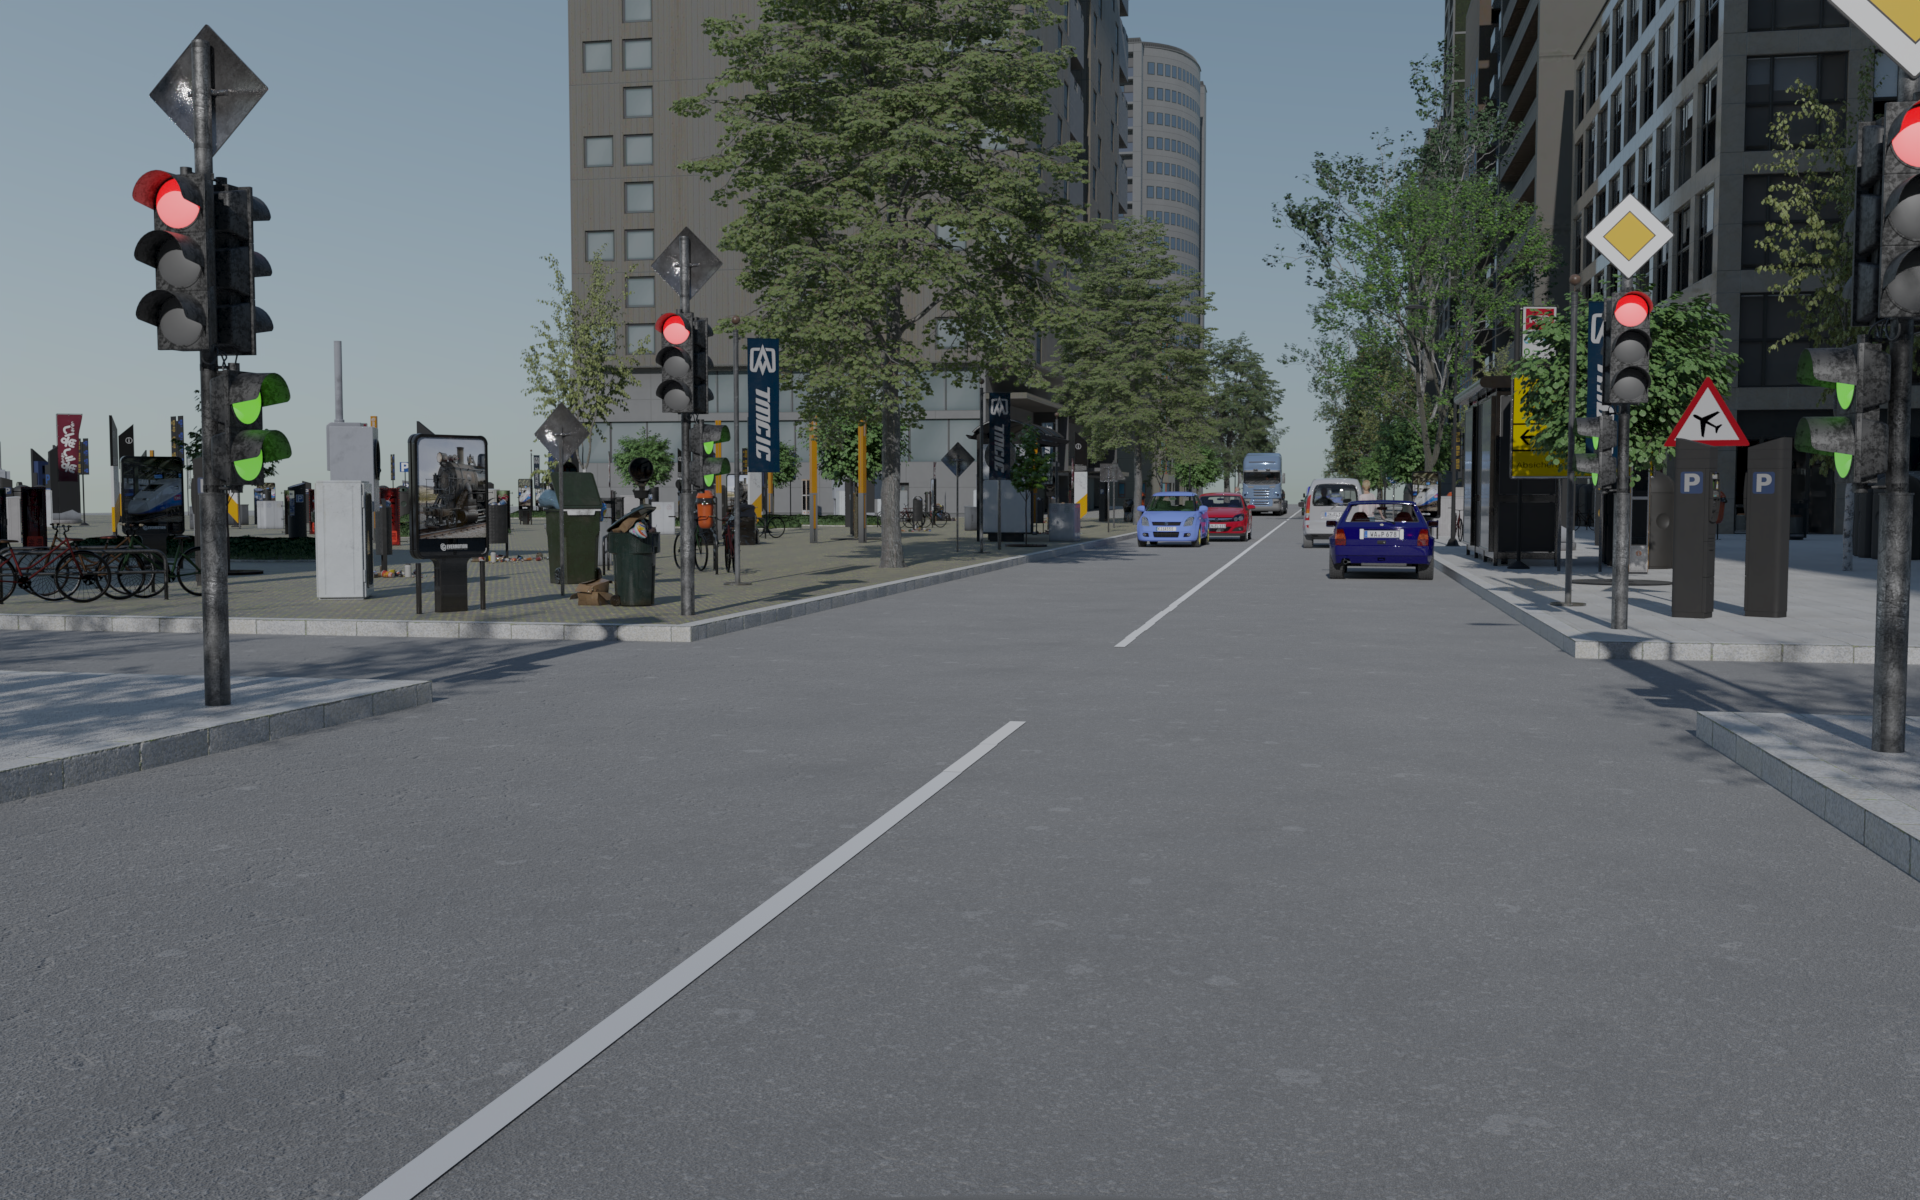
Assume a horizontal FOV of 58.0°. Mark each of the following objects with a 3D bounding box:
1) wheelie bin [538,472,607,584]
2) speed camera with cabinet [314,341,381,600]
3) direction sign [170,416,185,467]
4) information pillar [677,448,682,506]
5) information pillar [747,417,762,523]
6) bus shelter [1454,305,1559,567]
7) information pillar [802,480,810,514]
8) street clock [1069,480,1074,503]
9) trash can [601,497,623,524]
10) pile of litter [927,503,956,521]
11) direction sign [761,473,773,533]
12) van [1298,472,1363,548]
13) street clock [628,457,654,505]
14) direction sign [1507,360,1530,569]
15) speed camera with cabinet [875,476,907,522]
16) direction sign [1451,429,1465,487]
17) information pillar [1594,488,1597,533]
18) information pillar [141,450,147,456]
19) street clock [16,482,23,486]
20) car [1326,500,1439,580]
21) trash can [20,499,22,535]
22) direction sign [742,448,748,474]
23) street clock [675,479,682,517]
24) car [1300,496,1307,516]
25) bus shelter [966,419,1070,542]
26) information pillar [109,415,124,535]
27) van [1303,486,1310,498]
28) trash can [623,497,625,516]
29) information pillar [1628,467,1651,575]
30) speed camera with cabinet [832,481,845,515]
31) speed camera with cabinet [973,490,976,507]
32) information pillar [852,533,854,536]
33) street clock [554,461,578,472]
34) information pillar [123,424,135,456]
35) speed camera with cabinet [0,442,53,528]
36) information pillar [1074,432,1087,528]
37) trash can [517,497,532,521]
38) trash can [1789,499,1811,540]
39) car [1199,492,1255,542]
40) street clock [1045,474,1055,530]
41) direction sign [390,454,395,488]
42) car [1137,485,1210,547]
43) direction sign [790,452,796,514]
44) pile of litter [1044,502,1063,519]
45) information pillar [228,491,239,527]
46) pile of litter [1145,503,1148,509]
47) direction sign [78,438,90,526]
[{"bbox_3d":[-5.582,-1.035,24.833,0.980,1.594,0.693,-2,4,-35],"label":"wheelie bin"},{"bbox_3d":[-7.697,-1.681,21.821,0.660,3.252,2.038,-1,4,-13],"label":"speed camera with cabinet"},{"bbox_3d":[-22.684,-3.564,50.274,0.876,3.537,0.379,3,5,45],"label":"direction sign"},{"bbox_3d":[-14.051,-5.887,87.612,0.504,3.616,0.183,1,4,9],"label":"information pillar"},{"bbox_3d":[-6.266,-3.755,52.744,0.183,3.616,0.504,3,5,44],"label":"information pillar"},{"bbox_3d":[11.133,-3.490,34.699,2.179,5.291,8.768,1,4,12],"label":"bus shelter"},{"bbox_3d":[-7.864,-5.137,88.474,0.304,2.012,0.304,2,4,34],"label":"information pillar"},{"bbox_3d":[6.024,-5.356,92.133,0.358,2.002,0.471,-2,4,-35],"label":"street clock"},{"bbox_3d":[-14.084,-3.524,69.271,0.748,1.137,0.748,0,3,0],"label":"trash can"},{"bbox_3d":[-0.937,-4.196,82.566,1.719,0.858,1.176,2,4,32],"label":"pile of litter"},{"bbox_3d":[-6.400,-3.991,57.255,0.876,3.537,0.379,0,4,0],"label":"direction sign"},{"bbox_3d":[10.187,-2.448,47.036,2.013,2.044,4.112,1,4,12],"label":"van"},{"bbox_3d":[-6.244,-1.797,33.948,0.471,2.002,0.358,-1,4,-15],"label":"street clock"},{"bbox_3d":[9.594,-2.303,29.645,0.379,3.537,0.876,2,4,29],"label":"direction sign"},{"bbox_3d":[-3.184,-5.189,79.171,0.660,3.252,2.038,2,4,31],"label":"speed camera with cabinet"},{"bbox_3d":[17.415,-4.159,59.995,0.876,3.537,0.379,3,5,40],"label":"direction sign"},{"bbox_3d":[21.075,-3.207,56.919,0.304,2.012,0.304,-1,4,-11],"label":"information pillar"},{"bbox_3d":[-43.344,-6.158,92.038,0.504,3.616,0.183,2,4,29],"label":"information pillar"},{"bbox_3d":[-55.275,-5.949,101.834,0.471,2.002,0.358,3,5,44],"label":"street clock"},{"bbox_3d":[7.383,-1.085,30.325,1.945,1.354,3.894,1,4,14],"label":"car"},{"bbox_3d":[-29.368,-2.608,54.298,0.748,1.137,0.748,0,3,0],"label":"trash can"},{"bbox_3d":[-10.424,-5.725,85.603,0.379,3.537,0.876,3,5,41],"label":"direction sign"},{"bbox_3d":[-13.819,-4.958,85.633,0.471,2.002,0.358,2,4,33],"label":"street clock"},{"bbox_3d":[23.889,-6.383,116.158,2.131,1.459,4.920,1,4,13],"label":"car"},{"bbox_3d":[1.706,-3.364,48.919,2.014,3.302,5.546,1,4,12],"label":"bus shelter"},{"bbox_3d":[-25.160,-3.681,51.541,0.183,3.616,0.504,-1,4,-8],"label":"information pillar"},{"bbox_3d":[28.466,-8.160,137.803,2.240,2.365,5.245,1,4,10],"label":"van"},{"bbox_3d":[-17.241,-4.626,87.293,0.748,1.137,0.748,0,3,0],"label":"trash can"},{"bbox_3d":[10.853,-1.420,27.717,0.304,2.012,0.304,1,4,12],"label":"information pillar"},{"bbox_3d":[-6.039,-5.728,87.994,0.660,3.252,2.038,-1,4,-15],"label":"speed camera with cabinet"},{"bbox_3d":[1.543,-4.390,66.105,2.038,3.252,0.660,1,4,23],"label":"speed camera with cabinet"},{"bbox_3d":[-3.222,-3.778,53.127,0.183,3.616,0.504,0,4,-3],"label":"information pillar"},{"bbox_3d":[-8.736,-2.073,38.472,0.471,2.002,0.358,-2,4,-31],"label":"street clock"},{"bbox_3d":[-27.771,-4.064,57.796,0.504,3.616,0.183,-1,4,-18],"label":"information pillar"},{"bbox_3d":[-35.620,-4.365,65.710,2.038,3.252,0.660,-2,4,-29],"label":"speed camera with cabinet"},{"bbox_3d":[4.493,-4.483,64.649,0.504,3.616,0.183,0,4,1],"label":"information pillar"},{"bbox_3d":[-20.645,-4.317,82.228,0.748,1.137,0.748,0,3,0],"label":"trash can"},{"bbox_3d":[23.329,-2.247,48.387,0.748,1.137,0.748,0,3,0],"label":"trash can"},{"bbox_3d":[8.065,-2.723,53.561,2.155,1.783,4.494,1,4,12],"label":"car"},{"bbox_3d":[3.238,-3.516,62.050,0.471,2.002,0.358,1,4,18],"label":"street clock"},{"bbox_3d":[-32.193,-6.505,98.353,0.379,3.537,0.876,-2,4,-31],"label":"direction sign"},{"bbox_3d":[5.901,-2.334,47.746,1.945,1.707,3.694,1,4,13],"label":"car"},{"bbox_3d":[-9.201,-6.239,94.006,0.876,3.537,0.379,3,5,44],"label":"direction sign"},{"bbox_3d":[5.179,-4.573,88.741,1.719,0.858,1.176,2,4,32],"label":"pile of litter"},{"bbox_3d":[-28.065,-4.619,66.879,0.504,3.616,0.183,1,4,22],"label":"information pillar"},{"bbox_3d":[9.070,-4.429,86.381,1.176,0.858,1.719,1,4,20],"label":"pile of litter"},{"bbox_3d":[-35.617,-4.792,70.347,0.876,3.537,0.379,2,4,33],"label":"direction sign"}]
